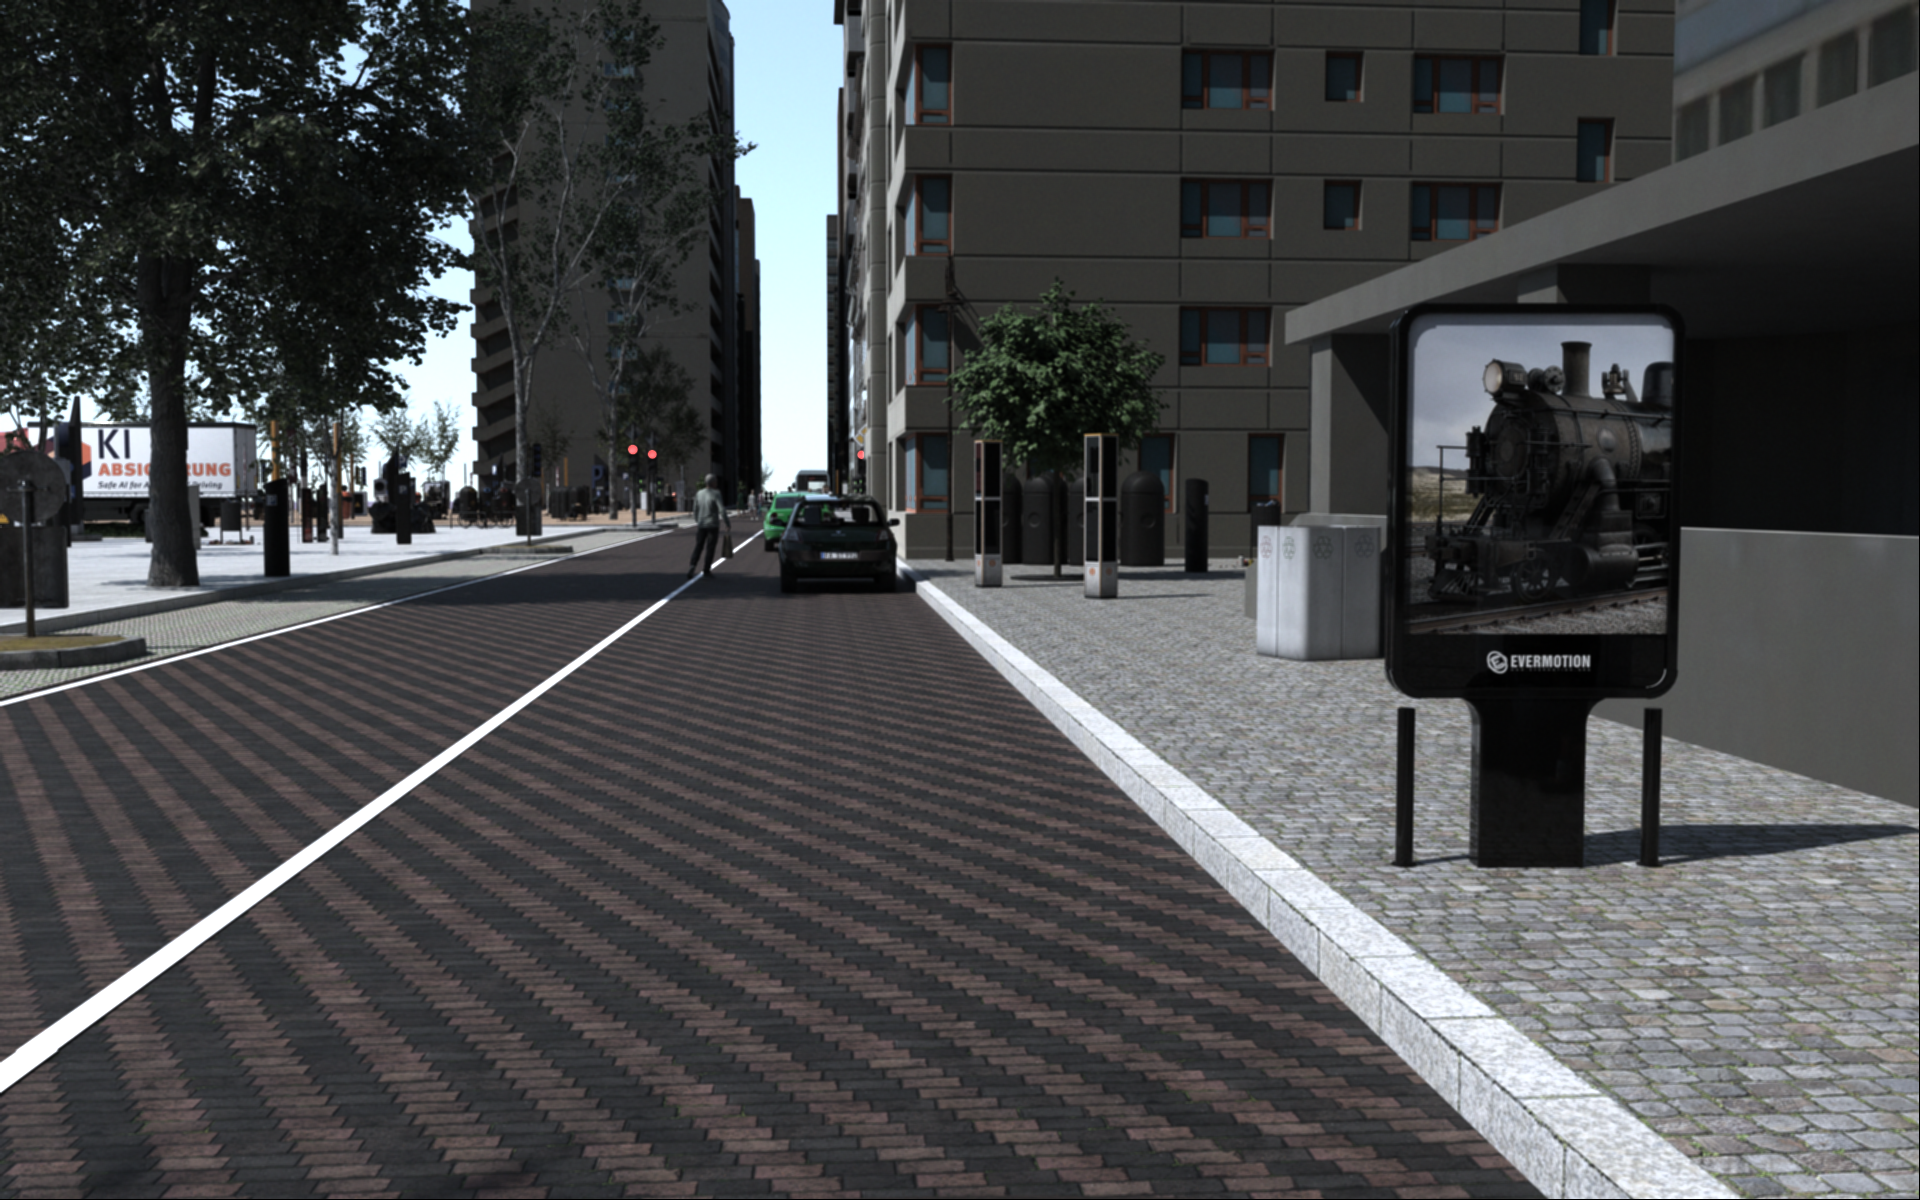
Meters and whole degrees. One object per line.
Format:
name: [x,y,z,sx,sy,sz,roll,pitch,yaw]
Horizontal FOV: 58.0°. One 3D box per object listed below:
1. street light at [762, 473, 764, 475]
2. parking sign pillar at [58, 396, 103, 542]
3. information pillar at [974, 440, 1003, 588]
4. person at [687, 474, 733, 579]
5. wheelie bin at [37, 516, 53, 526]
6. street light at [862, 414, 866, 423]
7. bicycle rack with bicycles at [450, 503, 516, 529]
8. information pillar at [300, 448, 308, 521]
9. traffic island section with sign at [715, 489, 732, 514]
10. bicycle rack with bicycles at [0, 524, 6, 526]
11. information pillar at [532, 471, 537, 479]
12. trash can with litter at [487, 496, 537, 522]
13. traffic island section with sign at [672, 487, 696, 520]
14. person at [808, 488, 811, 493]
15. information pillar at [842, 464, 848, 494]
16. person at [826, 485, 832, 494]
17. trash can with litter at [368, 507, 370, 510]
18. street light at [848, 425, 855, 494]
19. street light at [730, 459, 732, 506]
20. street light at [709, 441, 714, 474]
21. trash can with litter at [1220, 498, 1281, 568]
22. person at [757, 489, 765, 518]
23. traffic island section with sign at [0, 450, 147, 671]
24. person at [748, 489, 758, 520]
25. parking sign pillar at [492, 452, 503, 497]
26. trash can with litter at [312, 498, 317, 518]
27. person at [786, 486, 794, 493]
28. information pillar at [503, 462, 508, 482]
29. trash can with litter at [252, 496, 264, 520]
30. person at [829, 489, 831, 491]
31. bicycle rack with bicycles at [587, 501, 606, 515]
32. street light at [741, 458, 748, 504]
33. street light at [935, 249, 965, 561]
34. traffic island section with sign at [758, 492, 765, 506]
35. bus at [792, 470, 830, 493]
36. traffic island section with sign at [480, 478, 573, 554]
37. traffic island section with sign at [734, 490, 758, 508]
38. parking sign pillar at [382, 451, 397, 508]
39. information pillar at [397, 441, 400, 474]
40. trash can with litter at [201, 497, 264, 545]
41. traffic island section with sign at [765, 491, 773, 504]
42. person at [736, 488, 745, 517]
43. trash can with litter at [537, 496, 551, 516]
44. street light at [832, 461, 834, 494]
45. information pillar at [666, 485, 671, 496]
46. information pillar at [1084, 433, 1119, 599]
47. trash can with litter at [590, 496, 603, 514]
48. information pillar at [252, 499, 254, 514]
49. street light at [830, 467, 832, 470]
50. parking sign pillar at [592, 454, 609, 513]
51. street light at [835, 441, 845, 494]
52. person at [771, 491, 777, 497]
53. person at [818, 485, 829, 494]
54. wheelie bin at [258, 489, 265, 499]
street light: [-34.475,-20.189,302.880,0.468,5.910,1.993,0,4,-5]
parking sign pillar: [-24.055,-3.570,46.847,1.447,3.967,1.447,-1,4,-20]
information pillar: [0.392,-1.180,23.779,0.304,2.012,0.304,-1,4,-20]
person: [-4.195,-1.240,29.264,0.782,1.767,0.515,2,4,25]
wheelie bin: [-25.388,-2.456,48.066,0.980,1.594,0.693,0,4,-4]
street light: [-4.382,-6.659,81.660,0.468,5.910,1.993,0,4,-5]
bicycle rack with bicycles: [-17.835,-3.159,65.037,2.925,0.926,2.852,2,4,30]
information pillar: [-30.931,-5.523,81.659,0.183,3.616,0.504,1,4,12]
traffic island section with sign: [-17.414,-7.070,124.223,1.989,1.847,2.006,0,4,-5]
bicycle rack with bicycles: [-17.695,-1.030,30.215,2.925,0.926,2.852,-1,4,-10]
information pillar: [-36.197,-9.566,147.756,0.504,3.616,0.183,-1,4,-18]
trash can with litter: [-21.192,-4.263,80.758,2.233,1.210,1.678,-2,4,-29]
traffic island section with sign: [-15.137,-5.427,97.364,1.989,1.847,2.006,0,4,-5]
person: [-9.383,-6.093,108.472,0.624,1.780,0.694,2,4,34]
information pillar: [-9.084,-8.905,136.947,0.504,3.616,0.183,2,4,28]
person: [-6.105,-4.358,79.851,0.679,1.850,0.850,3,5,40]
trash can with litter: [-47.341,-7.739,137.921,1.055,1.170,0.624,1,4,23]
street light: [-7.238,-8.753,115.905,0.468,5.910,1.993,0,4,-5]
street light: [-24.526,-12.995,185.249,0.468,5.910,1.993,0,4,-5]
street light: [-21.713,-10.925,151.406,0.468,5.910,1.993,0,4,-5]
trash can with litter: [5.774,-1.192,30.548,2.233,1.210,1.678,1,4,16]
person: [-12.174,-5.885,105.553,0.643,1.720,0.563,-1,4,-21]
traffic island section with sign: [-8.170,-0.377,14.786,1.989,1.847,2.006,0,4,-5]
person: [-11.544,-5.324,96.551,0.512,1.701,0.522,-1,4,-17]
parking sign pillar: [-29.667,-7.505,111.172,1.447,3.967,1.447,0,4,-2]
trash can with litter: [-34.049,-4.913,91.716,1.055,1.170,0.624,-1,4,-8]
person: [-9.033,-5.189,93.152,0.655,1.846,0.447,-3,4,-36]
information pillar: [-33.085,-8.248,126.206,0.504,3.616,0.183,3,5,43]
trash can with litter: [-34.068,-4.470,84.475,1.055,1.170,0.624,3,5,44]
person: [-6.769,-4.985,90.346,0.599,1.781,0.374,1,4,19]
bicycle rack with bicycles: [-23.369,-5.707,106.691,2.852,0.926,2.925,-2,4,-31]
street light: [-27.591,-15.122,220.039,0.468,5.910,1.993,0,4,-5]
street light: [-0.196,-3.680,32.952,0.468,5.910,1.993,0,4,-5]
traffic island section with sign: [-23.833,-11.721,200.260,1.989,1.847,2.006,0,4,-5]
bus: [-11.760,-8.686,136.871,2.948,3.499,13.247,0,4,-6]
traffic island section with sign: [-10.463,-2.039,41.969,1.989,1.847,2.006,0,4,-5]
traffic island section with sign: [-21.566,-10.078,173.400,1.989,1.847,2.006,0,4,-5]
parking sign pillar: [-35.281,-7.257,107.129,1.447,3.967,1.447,0,4,7]
information pillar: [-24.553,-5.161,75.731,0.183,3.616,0.504,-1,4,-15]
trash can with litter: [-18.875,-2.018,44.044,2.233,1.210,1.678,0,4,3]
traffic island section with sign: [-28.535,-15.122,255.878,1.989,1.847,2.006,0,4,-5]
person: [-13.522,-5.999,106.831,0.529,1.795,0.600,1,4,11]
trash can with litter: [-24.724,-5.565,102.051,1.678,1.210,2.233,2,4,25]
street light: [-13.654,-13.373,191.434,0.468,5.910,1.993,0,4,-5]
information pillar: [-23.027,-8.095,136.848,0.304,2.012,0.304,3,5,42]
information pillar: [1.729,-1.022,21.210,0.304,2.012,0.304,-3,4,-39]
trash can with litter: [-23.854,-6.209,112.897,0.624,1.170,1.055,3,5,40]
information pillar: [-44.398,-6.394,109.028,0.304,2.012,0.304,-2,4,-31]
street light: [-16.503,-15.472,225.750,0.468,5.910,1.993,0,4,-5]
parking sign pillar: [-24.097,-7.806,116.102,1.447,3.967,1.447,3,4,36]
street light: [-10.891,-11.303,157.587,0.468,5.910,1.993,0,4,-5]
person: [-19.287,-10.446,179.830,0.750,1.759,0.617,-2,4,-32]
person: [-6.070,-4.184,76.873,0.622,1.834,0.822,-3,5,-41]
wheelie bin: [-46.330,-6.517,114.458,0.693,1.594,0.980,1,4,19]
